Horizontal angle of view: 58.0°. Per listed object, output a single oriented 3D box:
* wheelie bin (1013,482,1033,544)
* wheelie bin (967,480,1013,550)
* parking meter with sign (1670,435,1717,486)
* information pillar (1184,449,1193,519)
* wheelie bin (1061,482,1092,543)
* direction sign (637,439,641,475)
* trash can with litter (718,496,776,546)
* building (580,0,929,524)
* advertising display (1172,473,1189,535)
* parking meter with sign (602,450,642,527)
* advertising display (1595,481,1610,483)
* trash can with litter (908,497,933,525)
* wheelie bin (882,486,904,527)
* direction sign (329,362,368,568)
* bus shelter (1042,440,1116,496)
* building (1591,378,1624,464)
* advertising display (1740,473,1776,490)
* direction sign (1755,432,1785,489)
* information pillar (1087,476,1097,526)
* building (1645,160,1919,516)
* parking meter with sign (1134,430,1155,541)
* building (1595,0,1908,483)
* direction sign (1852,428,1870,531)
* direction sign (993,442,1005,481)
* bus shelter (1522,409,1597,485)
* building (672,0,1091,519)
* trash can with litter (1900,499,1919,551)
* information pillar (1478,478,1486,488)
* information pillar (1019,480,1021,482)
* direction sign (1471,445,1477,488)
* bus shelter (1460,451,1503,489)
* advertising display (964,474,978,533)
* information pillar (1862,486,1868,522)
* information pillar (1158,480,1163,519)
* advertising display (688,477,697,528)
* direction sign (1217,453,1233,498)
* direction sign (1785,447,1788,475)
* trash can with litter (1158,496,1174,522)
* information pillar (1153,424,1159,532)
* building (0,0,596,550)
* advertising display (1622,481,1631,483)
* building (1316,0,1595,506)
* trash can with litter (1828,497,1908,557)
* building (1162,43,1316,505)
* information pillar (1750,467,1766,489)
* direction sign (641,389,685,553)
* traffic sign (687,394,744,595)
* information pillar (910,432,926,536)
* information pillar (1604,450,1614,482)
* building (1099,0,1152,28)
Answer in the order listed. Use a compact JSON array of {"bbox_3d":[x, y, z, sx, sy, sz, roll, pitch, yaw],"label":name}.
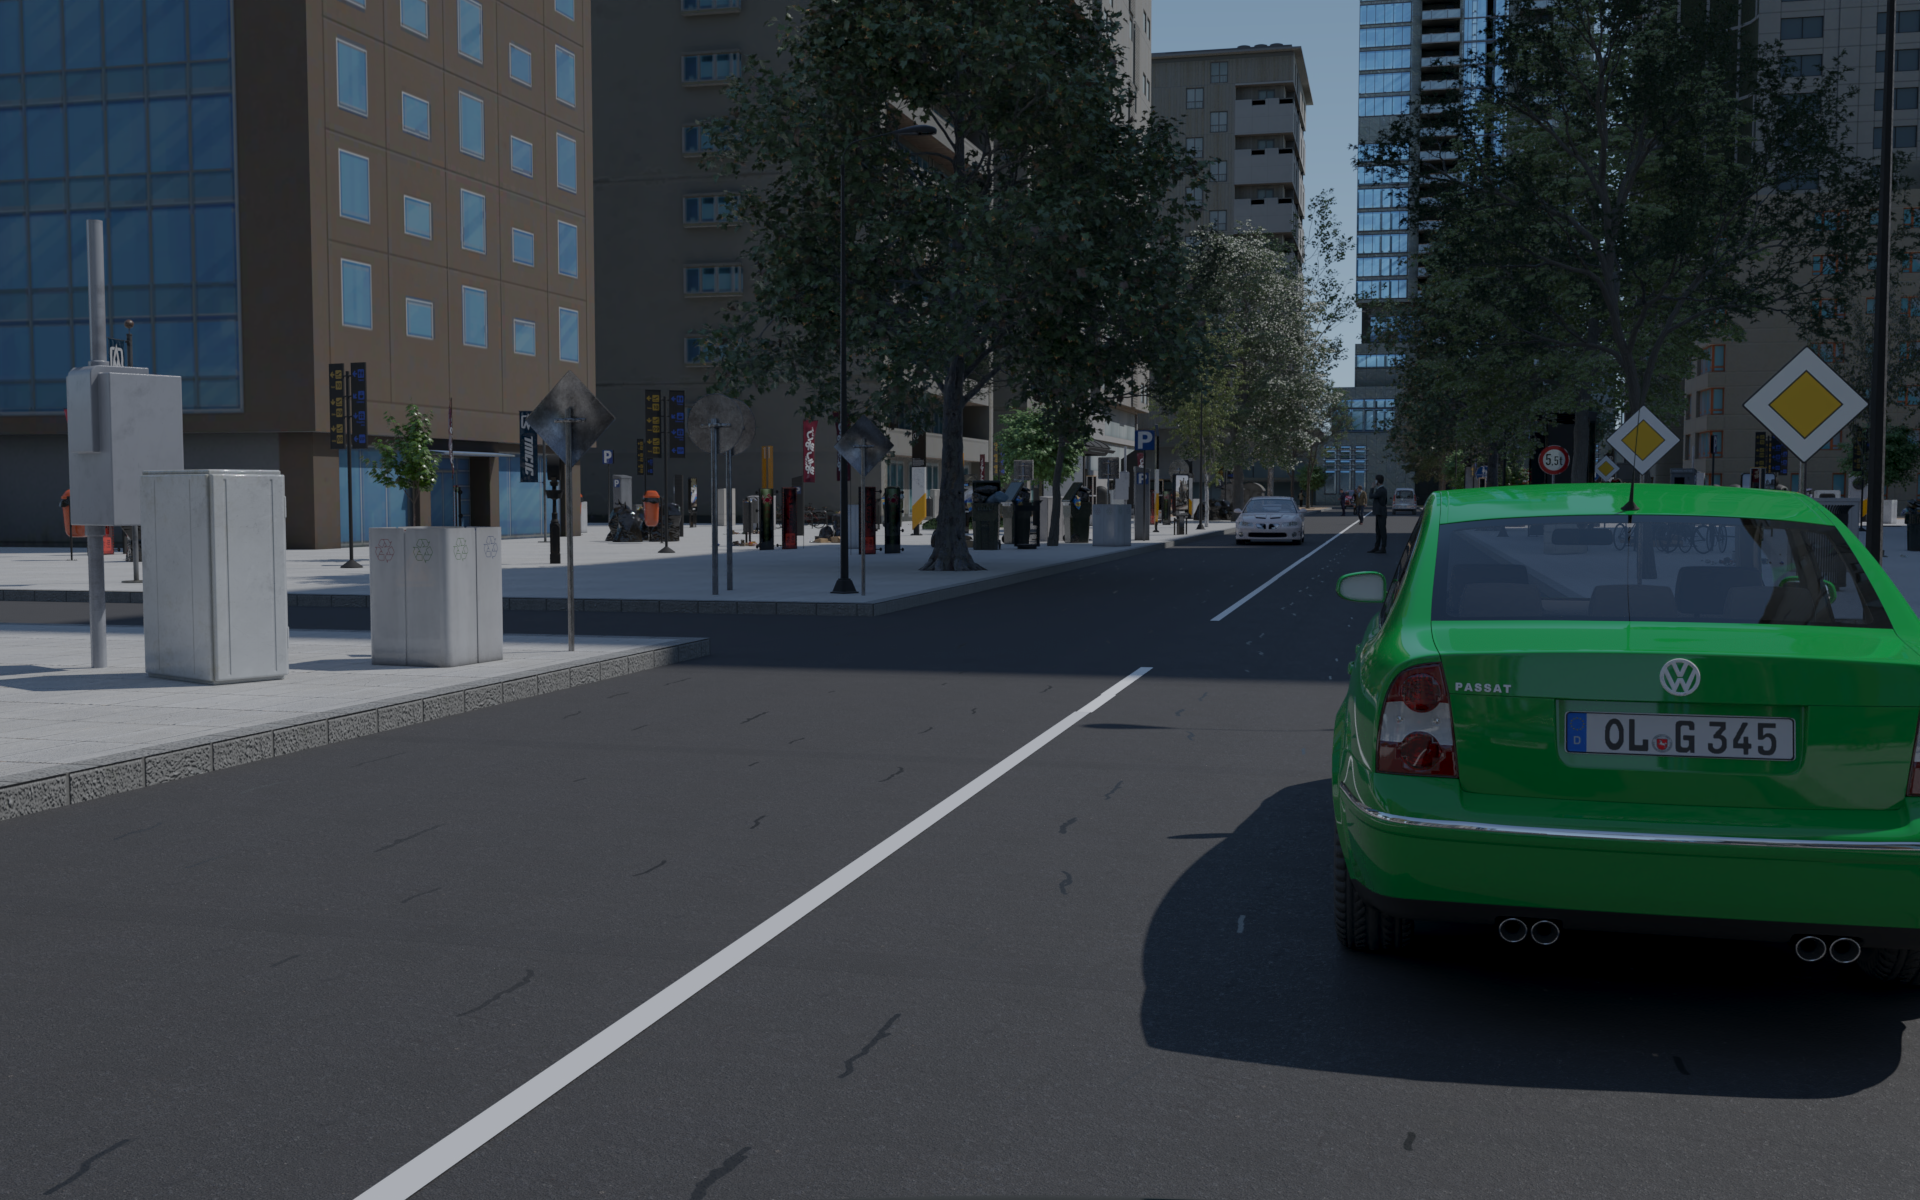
[{"bbox_3d":[1.464,-2.246,44.638,0.693,1.594,0.980,-2,4,-28],"label":"wheelie bin"},{"bbox_3d":[0.632,-1.948,39.752,0.980,1.594,0.693,0,4,6],"label":"wheelie bin"},{"bbox_3d":[21.589,-3.392,51.715,1.738,3.016,0.543,2,4,33],"label":"parking meter with sign"},{"bbox_3d":[11.694,-5.955,88.723,0.504,3.616,0.183,-2,4,-26],"label":"information pillar"},{"bbox_3d":[3.080,-2.303,45.563,0.693,1.594,0.980,-1,4,-17],"label":"wheelie bin"},{"bbox_3d":[-12.953,-4.850,71.289,0.379,3.537,0.876,2,4,35],"label":"direction sign"},{"bbox_3d":[-5.249,-1.966,43.207,1.678,1.210,2.233,-1,4,-17],"label":"trash can with litter"},{"bbox_3d":[-11.105,-28.213,84.988,21.300,48.544,21.600,1,4,14],"label":"building"},{"bbox_3d":[6.925,-3.006,54.359,0.123,1.923,0.974,2,4,33],"label":"advertising display"},{"bbox_3d":[-13.420,-4.449,68.999,0.543,3.016,1.738,2,4,32],"label":"parking meter with sign"},{"bbox_3d":[31.812,-4.950,86.139,0.974,1.923,0.123,0,4,1],"label":"advertising display"},{"bbox_3d":[-1.011,-3.756,72.461,2.233,1.210,1.678,0,4,4],"label":"trash can with litter"},{"bbox_3d":[-2.581,-3.648,67.546,0.980,1.594,0.693,-3,5,-44],"label":"wheelie bin"},{"bbox_3d":[-10.571,-2.324,29.989,0.876,3.537,0.379,2,4,28],"label":"direction sign"},{"bbox_3d":[4.060,-4.111,61.141,2.014,3.302,5.546,1,4,14],"label":"bus shelter"},{"bbox_3d":[86.951,-53.494,187.294,31.000,86.520,22.319,1,4,14],"label":"building"},{"bbox_3d":[24.042,-2.875,52.217,0.974,1.923,0.123,1,4,11],"label":"advertising display"},{"bbox_3d":[29.330,-4.338,62.916,0.876,3.537,0.379,2,4,32],"label":"direction sign"},{"bbox_3d":[5.253,-3.958,69.199,0.304,2.012,0.304,2,4,34],"label":"information pillar"},{"bbox_3d":[60.630,-16.304,111.604,27.650,21.520,28.899,1,4,14],"label":"building"},{"bbox_3d":[5.072,-3.169,48.066,0.543,3.016,1.738,0,4,3],"label":"parking meter with sign"},{"bbox_3d":[62.373,-42.644,135.473,20.563,71.187,20.611,1,4,14],"label":"building"},{"bbox_3d":[30.975,-4.124,59.428,0.876,3.537,0.379,-1,4,-17],"label":"direction sign"},{"bbox_3d":[1.624,-4.927,72.549,0.379,3.537,0.876,2,4,34],"label":"direction sign"},{"bbox_3d":[16.896,-3.542,49.190,1.731,3.624,6.357,1,4,14],"label":"bus shelter"},{"bbox_3d":[-3.919,-29.785,110.683,21.300,48.544,21.600,1,4,14],"label":"building"},{"bbox_3d":[21.748,-1.680,38.863,1.055,1.170,0.624,0,4,4],"label":"trash can with litter"},{"bbox_3d":[23.411,-4.479,77.727,0.304,2.012,0.304,1,4,11],"label":"information pillar"},{"bbox_3d":[2.831,-5.508,81.412,0.183,3.616,0.504,-1,4,-13],"label":"information pillar"},{"bbox_3d":[23.626,-5.363,79.682,0.379,3.537,0.876,2,4,32],"label":"direction sign"},{"bbox_3d":[24.977,-5.431,82.715,2.014,3.302,5.546,1,4,14],"label":"bus shelter"},{"bbox_3d":[0.108,-3.131,56.399,0.974,1.923,0.123,-1,4,-9],"label":"advertising display"},{"bbox_3d":[41.576,-5.384,79.376,0.183,3.616,0.504,-3,5,-43],"label":"information pillar"},{"bbox_3d":[10.234,-5.162,88.883,0.304,2.012,0.304,-1,4,-11],"label":"information pillar"},{"bbox_3d":[-10.201,-3.724,66.102,0.123,1.923,0.974,0,4,5],"label":"advertising display"},{"bbox_3d":[13.653,-5.938,89.078,0.876,3.537,0.379,1,4,18],"label":"direction sign"},{"bbox_3d":[34.329,-4.947,72.877,0.876,3.537,0.379,2,4,33],"label":"direction sign"},{"bbox_3d":[9.748,-4.231,80.226,1.678,1.210,2.233,2,4,33],"label":"trash can with litter"},{"bbox_3d":[6.579,-4.071,57.921,0.183,3.616,0.504,0,4,-1],"label":"information pillar"},{"bbox_3d":[-19.536,-24.245,46.510,14.600,45.320,14.200,1,4,14],"label":"building"},{"bbox_3d":[33.857,-5.082,88.297,0.974,1.923,0.123,0,4,1],"label":"advertising display"},{"bbox_3d":[56.735,-53.918,194.238,31.000,86.520,22.319,1,4,14],"label":"building"},{"bbox_3d":[18.335,-1.514,35.806,1.678,1.210,2.233,-3,5,-42],"label":"trash can with litter"},{"bbox_3d":[29.330,-37.734,206.191,27.495,52.752,28.713,1,4,14],"label":"building"},{"bbox_3d":[21.851,-2.630,47.489,0.304,2.012,0.304,-3,5,-41],"label":"information pillar"},{"bbox_3d":[-6.404,-2.794,37.683,0.876,3.537,0.379,-2,4,-25],"label":"direction sign"},{"bbox_3d":[-3.116,-1.338,21.981,0.768,2.556,0.104,1,4,15],"label":"traffic sign"},{"bbox_3d":[-1.277,-3.798,53.457,0.504,3.616,0.183,2,4,32],"label":"information pillar"},{"bbox_3d":[32.362,-5.812,86.381,0.504,3.616,0.183,2,4,35],"label":"information pillar"},{"bbox_3d":[1.404,-34.117,147.046,27.495,52.752,28.713,1,4,14],"label":"building"}]
